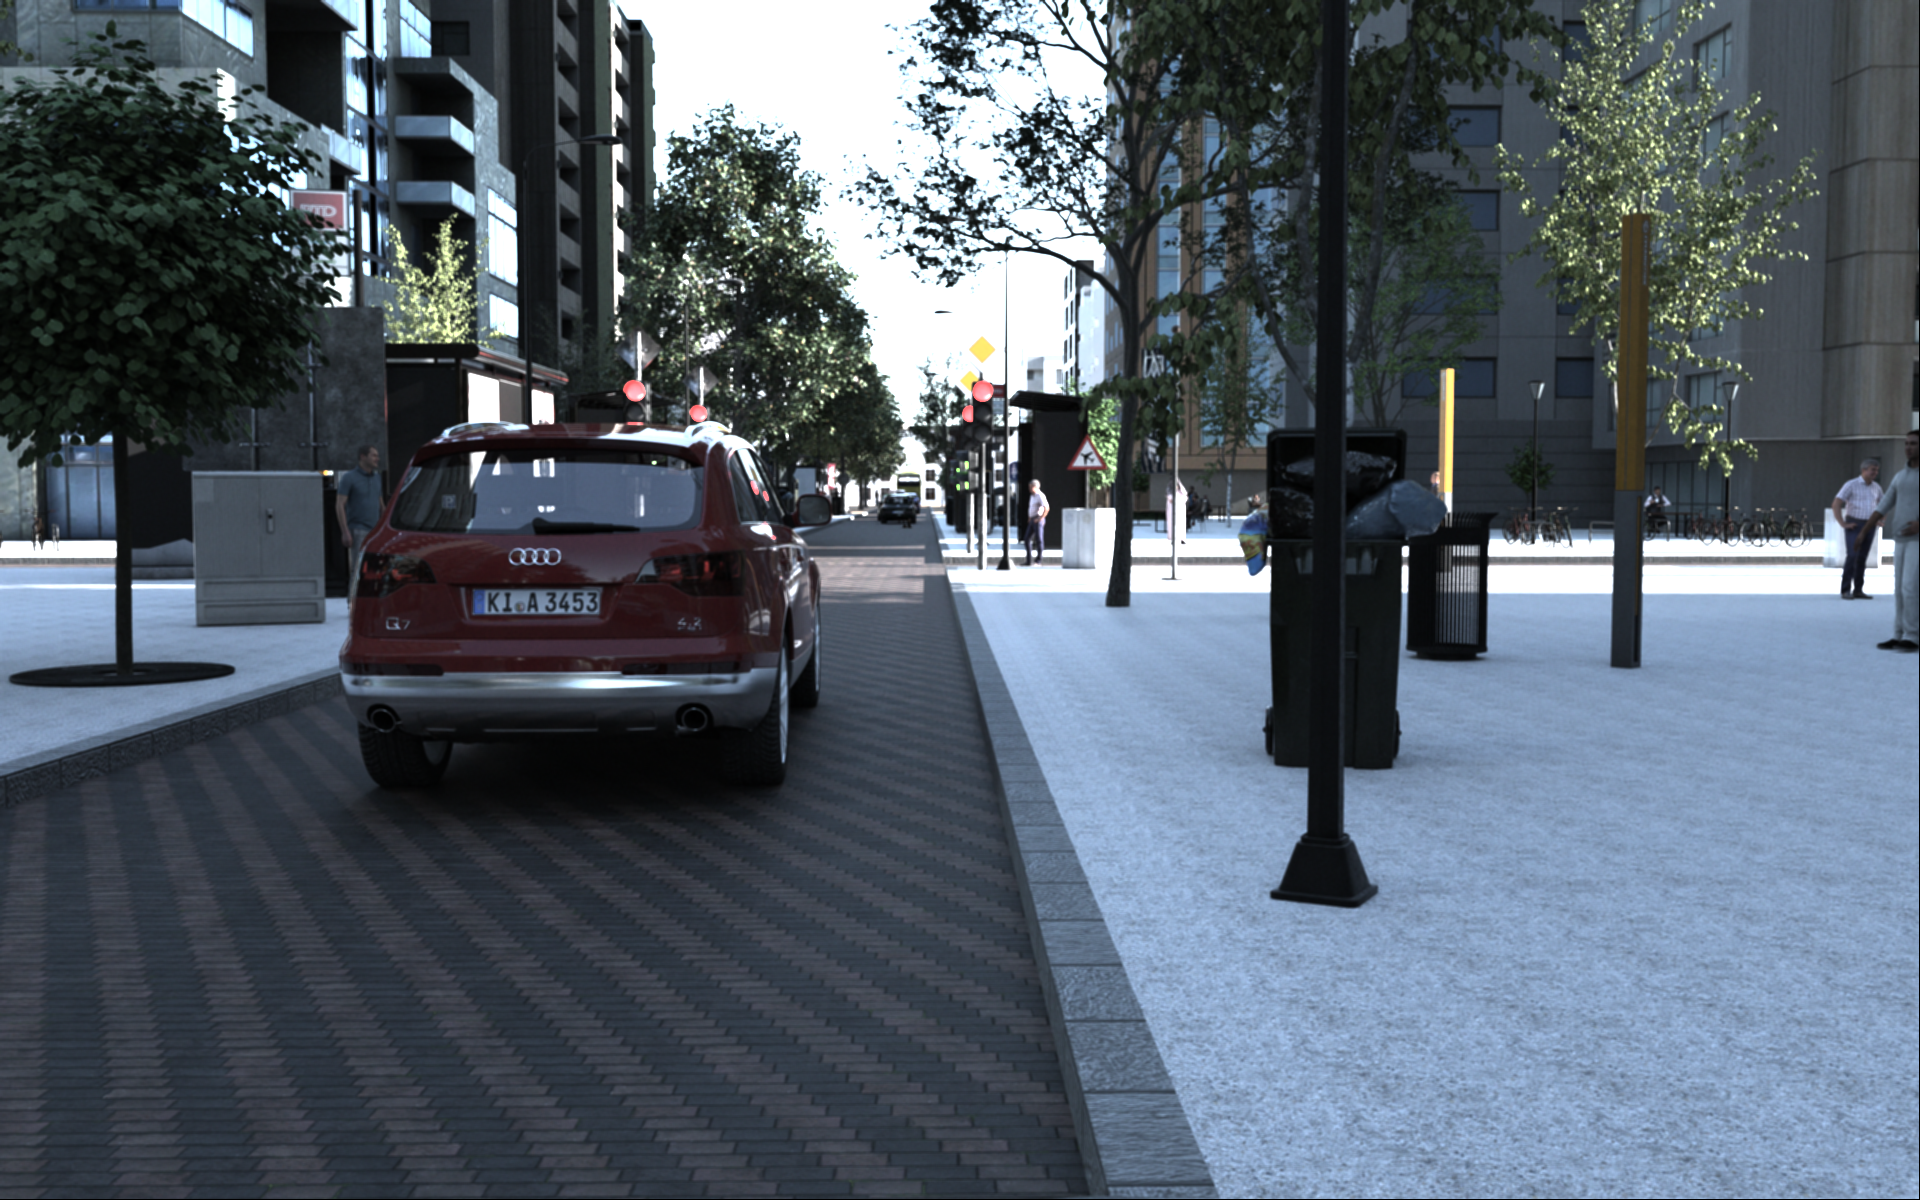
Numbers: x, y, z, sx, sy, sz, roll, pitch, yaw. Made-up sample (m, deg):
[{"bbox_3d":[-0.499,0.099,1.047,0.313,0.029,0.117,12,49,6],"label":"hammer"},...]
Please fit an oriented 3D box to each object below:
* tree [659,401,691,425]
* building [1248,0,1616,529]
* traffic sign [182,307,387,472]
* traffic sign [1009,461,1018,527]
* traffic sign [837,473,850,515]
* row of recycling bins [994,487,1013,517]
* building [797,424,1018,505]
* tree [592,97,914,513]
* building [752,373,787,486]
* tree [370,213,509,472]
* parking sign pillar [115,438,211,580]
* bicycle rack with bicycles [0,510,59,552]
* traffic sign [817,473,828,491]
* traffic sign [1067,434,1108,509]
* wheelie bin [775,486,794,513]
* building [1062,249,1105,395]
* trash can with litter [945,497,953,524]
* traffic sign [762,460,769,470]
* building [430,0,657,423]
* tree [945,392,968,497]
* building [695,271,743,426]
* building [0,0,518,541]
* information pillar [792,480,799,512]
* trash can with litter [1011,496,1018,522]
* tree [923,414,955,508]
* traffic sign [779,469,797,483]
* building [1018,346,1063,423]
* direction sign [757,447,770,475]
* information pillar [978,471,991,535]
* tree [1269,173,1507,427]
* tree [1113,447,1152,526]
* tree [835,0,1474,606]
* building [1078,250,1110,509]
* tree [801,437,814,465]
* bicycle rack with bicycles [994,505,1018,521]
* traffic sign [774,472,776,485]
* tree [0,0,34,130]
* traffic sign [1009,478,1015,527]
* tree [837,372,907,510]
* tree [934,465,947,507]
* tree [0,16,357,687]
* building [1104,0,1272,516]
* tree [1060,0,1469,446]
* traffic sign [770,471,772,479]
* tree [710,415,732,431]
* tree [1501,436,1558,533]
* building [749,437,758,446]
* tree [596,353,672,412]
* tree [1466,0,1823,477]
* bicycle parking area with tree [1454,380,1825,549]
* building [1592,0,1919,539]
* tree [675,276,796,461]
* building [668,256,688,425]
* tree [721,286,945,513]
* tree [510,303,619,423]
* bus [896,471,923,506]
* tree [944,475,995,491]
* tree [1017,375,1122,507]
[{"bbox_3d":[-14.945,-7.716,76.522,4.360,8.622,3.978,0,3,0],"label":"tree"},{"bbox_3d":[24.485,-32.628,75.464,21.231,58.520,28.212,0,4,-1],"label":"building"},{"bbox_3d":[-7.380,-1.530,18.888,2.265,3.308,0.079,0,4,2],"label":"traffic sign"},{"bbox_3d":[2.191,-4.120,67.474,0.768,2.556,0.104,0,4,2],"label":"traffic sign"},{"bbox_3d":[-7.040,-6.396,104.685,0.768,2.556,0.104,0,4,7],"label":"traffic sign"},{"bbox_3d":[2.444,-5.470,96.543,1.069,1.692,3.534,0,4,7],"label":"row of recycling bins"},{"bbox_3d":[-6.339,-16.509,212.076,28.070,9.664,9.099,0,4,-1],"label":"building"},{"bbox_3d":[-6.429,-8.152,50.299,9.611,12.733,9.660,0,3,0],"label":"tree"},{"bbox_3d":[-38.203,-23.077,221.279,32.646,21.610,27.936,0,4,-1],"label":"building"},{"bbox_3d":[-14.101,-5.851,46.023,4.737,8.622,4.395,0,3,0],"label":"tree"},{"bbox_3d":[-12.166,-2.323,26.456,1.447,3.967,1.447,-1,4,-20],"label":"parking sign pillar"},{"bbox_3d":[-21.086,-1.517,38.193,2.852,0.926,2.925,-2,4,-29],"label":"bicycle rack with bicycles"},{"bbox_3d":[-8.336,-6.465,105.804,0.768,2.556,0.104,0,4,2],"label":"traffic sign"},{"bbox_3d":[2.776,-2.313,37.814,0.884,2.594,0.081,0,4,5],"label":"traffic sign"},{"bbox_3d":[-7.077,-3.712,68.591,0.980,1.594,0.693,0,4,-2],"label":"wheelie bin"},{"bbox_3d":[23.253,-19.398,161.138,27.936,21.610,32.646,0,4,-1],"label":"building"},{"bbox_3d":[-0.189,-3.729,72.359,0.624,1.170,1.055,-2,4,-29],"label":"trash can with litter"},{"bbox_3d":[-7.317,-3.830,62.726,0.768,2.556,0.104,0,4,2],"label":"traffic sign"},{"bbox_3d":[-25.600,-20.103,100.379,14.160,30.474,14.107,0,4,-1],"label":"building"},{"bbox_3d":[-1.048,-14.425,161.600,9.928,11.665,9.643,0,3,0],"label":"tree"},{"bbox_3d":[-33.036,-18.148,140.688,27.936,21.610,32.646,0,4,-1],"label":"building"},{"bbox_3d":[-28.749,-45.715,60.115,22.319,86.520,31.000,0,4,-1],"label":"building"},{"bbox_3d":[-8.354,-5.070,87.382,0.304,2.012,0.304,2,4,34],"label":"information pillar"},{"bbox_3d":[2.232,-4.018,76.757,1.678,1.210,2.233,-2,4,-28],"label":"trash can with litter"},{"bbox_3d":[-1.424,-12.501,154.750,4.360,8.622,3.978,0,3,0],"label":"tree"},{"bbox_3d":[-8.152,-5.025,82.158,0.884,2.594,0.081,0,4,1],"label":"traffic sign"},{"bbox_3d":[13.315,-21.969,215.605,11.380,20.091,16.016,0,4,-1],"label":"building"},{"bbox_3d":[-9.423,-5.497,81.876,0.876,3.537,0.379,0,4,5],"label":"direction sign"},{"bbox_3d":[0.772,-3.057,54.467,0.304,2.012,0.304,-2,4,-25],"label":"information pillar"},{"bbox_3d":[13.352,-7.891,54.766,9.928,11.665,9.643,0,3,0],"label":"tree"},{"bbox_3d":[7.351,-4.666,70.884,1.663,3.219,1.824,0,3,0],"label":"tree"},{"bbox_3d":[2.151,-5.206,19.525,7.601,10.594,8.767,0,4,-7],"label":"tree"},{"bbox_3d":[17.677,-17.287,139.063,16.016,20.091,11.380,0,4,-1],"label":"building"},{"bbox_3d":[-8.600,-10.802,126.975,4.737,8.622,4.395,0,3,0],"label":"tree"},{"bbox_3d":[2.403,-4.267,83.143,2.925,0.926,2.852,3,5,45],"label":"bicycle rack with bicycles"},{"bbox_3d":[-10.683,-6.010,98.363,0.768,2.556,0.104,0,4,1],"label":"traffic sign"},{"bbox_3d":[-11.136,-4.043,16.470,4.737,8.622,4.395,0,3,0],"label":"tree"},{"bbox_3d":[1.961,-4.014,67.758,0.606,2.300,0.079,0,4,5],"label":"traffic sign"},{"bbox_3d":[-8.932,-15.077,164.633,7.486,12.596,7.792,0,3,0],"label":"tree"},{"bbox_3d":[-0.875,-11.721,175.352,4.285,4.588,4.351,0,3,0],"label":"tree"},{"bbox_3d":[-5.952,-1.731,12.016,4.285,4.588,4.351,0,3,0],"label":"tree"},{"bbox_3d":[16.414,-27.814,104.869,14.600,45.320,14.200,0,4,-1],"label":"building"},{"bbox_3d":[2.227,-3.650,10.045,4.737,8.622,4.395,0,3,0],"label":"tree"},{"bbox_3d":[-9.428,-5.100,83.488,0.768,2.556,0.104,0,4,5],"label":"traffic sign"},{"bbox_3d":[-14.813,-9.262,101.791,4.360,8.622,3.978,0,3,0],"label":"tree"},{"bbox_3d":[18.905,-3.828,57.184,1.663,3.219,1.824,0,3,0],"label":"tree"},{"bbox_3d":[-34.404,-14.141,173.345,28.070,9.664,9.099,0,4,-1],"label":"building"},{"bbox_3d":[-15.722,-8.057,82.089,4.737,8.622,4.395,0,3,0],"label":"tree"},{"bbox_3d":[9.343,-4.498,23.906,4.737,8.622,4.395,0,3,0],"label":"tree"},{"bbox_3d":[17.130,-3.488,44.028,8.231,4.147,9.016,0,4,7],"label":"bicycle parking area with tree"},{"bbox_3d":[29.281,-22.610,53.261,14.086,41.232,14.154,0,4,-1],"label":"building"},{"bbox_3d":[-7.477,-8.145,67.589,8.767,10.594,7.601,1,4,21],"label":"tree"},{"bbox_3d":[-26.327,-16.019,118.322,16.016,20.091,11.380,0,4,-1],"label":"building"},{"bbox_3d":[-7.474,-9.246,76.927,9.928,11.665,9.643,0,3,0],"label":"tree"},{"bbox_3d":[-15.035,-7.062,65.834,4.360,8.622,3.978,0,3,0],"label":"tree"},{"bbox_3d":[-5.367,-11.708,182.974,2.896,3.916,12.252,0,4,-1],"label":"bus"},{"bbox_3d":[0.550,-5.186,79.398,1.663,3.219,1.824,0,3,0],"label":"tree"},{"bbox_3d":[3.129,-3.929,47.949,4.285,4.588,4.351,0,3,0],"label":"tree"}]
